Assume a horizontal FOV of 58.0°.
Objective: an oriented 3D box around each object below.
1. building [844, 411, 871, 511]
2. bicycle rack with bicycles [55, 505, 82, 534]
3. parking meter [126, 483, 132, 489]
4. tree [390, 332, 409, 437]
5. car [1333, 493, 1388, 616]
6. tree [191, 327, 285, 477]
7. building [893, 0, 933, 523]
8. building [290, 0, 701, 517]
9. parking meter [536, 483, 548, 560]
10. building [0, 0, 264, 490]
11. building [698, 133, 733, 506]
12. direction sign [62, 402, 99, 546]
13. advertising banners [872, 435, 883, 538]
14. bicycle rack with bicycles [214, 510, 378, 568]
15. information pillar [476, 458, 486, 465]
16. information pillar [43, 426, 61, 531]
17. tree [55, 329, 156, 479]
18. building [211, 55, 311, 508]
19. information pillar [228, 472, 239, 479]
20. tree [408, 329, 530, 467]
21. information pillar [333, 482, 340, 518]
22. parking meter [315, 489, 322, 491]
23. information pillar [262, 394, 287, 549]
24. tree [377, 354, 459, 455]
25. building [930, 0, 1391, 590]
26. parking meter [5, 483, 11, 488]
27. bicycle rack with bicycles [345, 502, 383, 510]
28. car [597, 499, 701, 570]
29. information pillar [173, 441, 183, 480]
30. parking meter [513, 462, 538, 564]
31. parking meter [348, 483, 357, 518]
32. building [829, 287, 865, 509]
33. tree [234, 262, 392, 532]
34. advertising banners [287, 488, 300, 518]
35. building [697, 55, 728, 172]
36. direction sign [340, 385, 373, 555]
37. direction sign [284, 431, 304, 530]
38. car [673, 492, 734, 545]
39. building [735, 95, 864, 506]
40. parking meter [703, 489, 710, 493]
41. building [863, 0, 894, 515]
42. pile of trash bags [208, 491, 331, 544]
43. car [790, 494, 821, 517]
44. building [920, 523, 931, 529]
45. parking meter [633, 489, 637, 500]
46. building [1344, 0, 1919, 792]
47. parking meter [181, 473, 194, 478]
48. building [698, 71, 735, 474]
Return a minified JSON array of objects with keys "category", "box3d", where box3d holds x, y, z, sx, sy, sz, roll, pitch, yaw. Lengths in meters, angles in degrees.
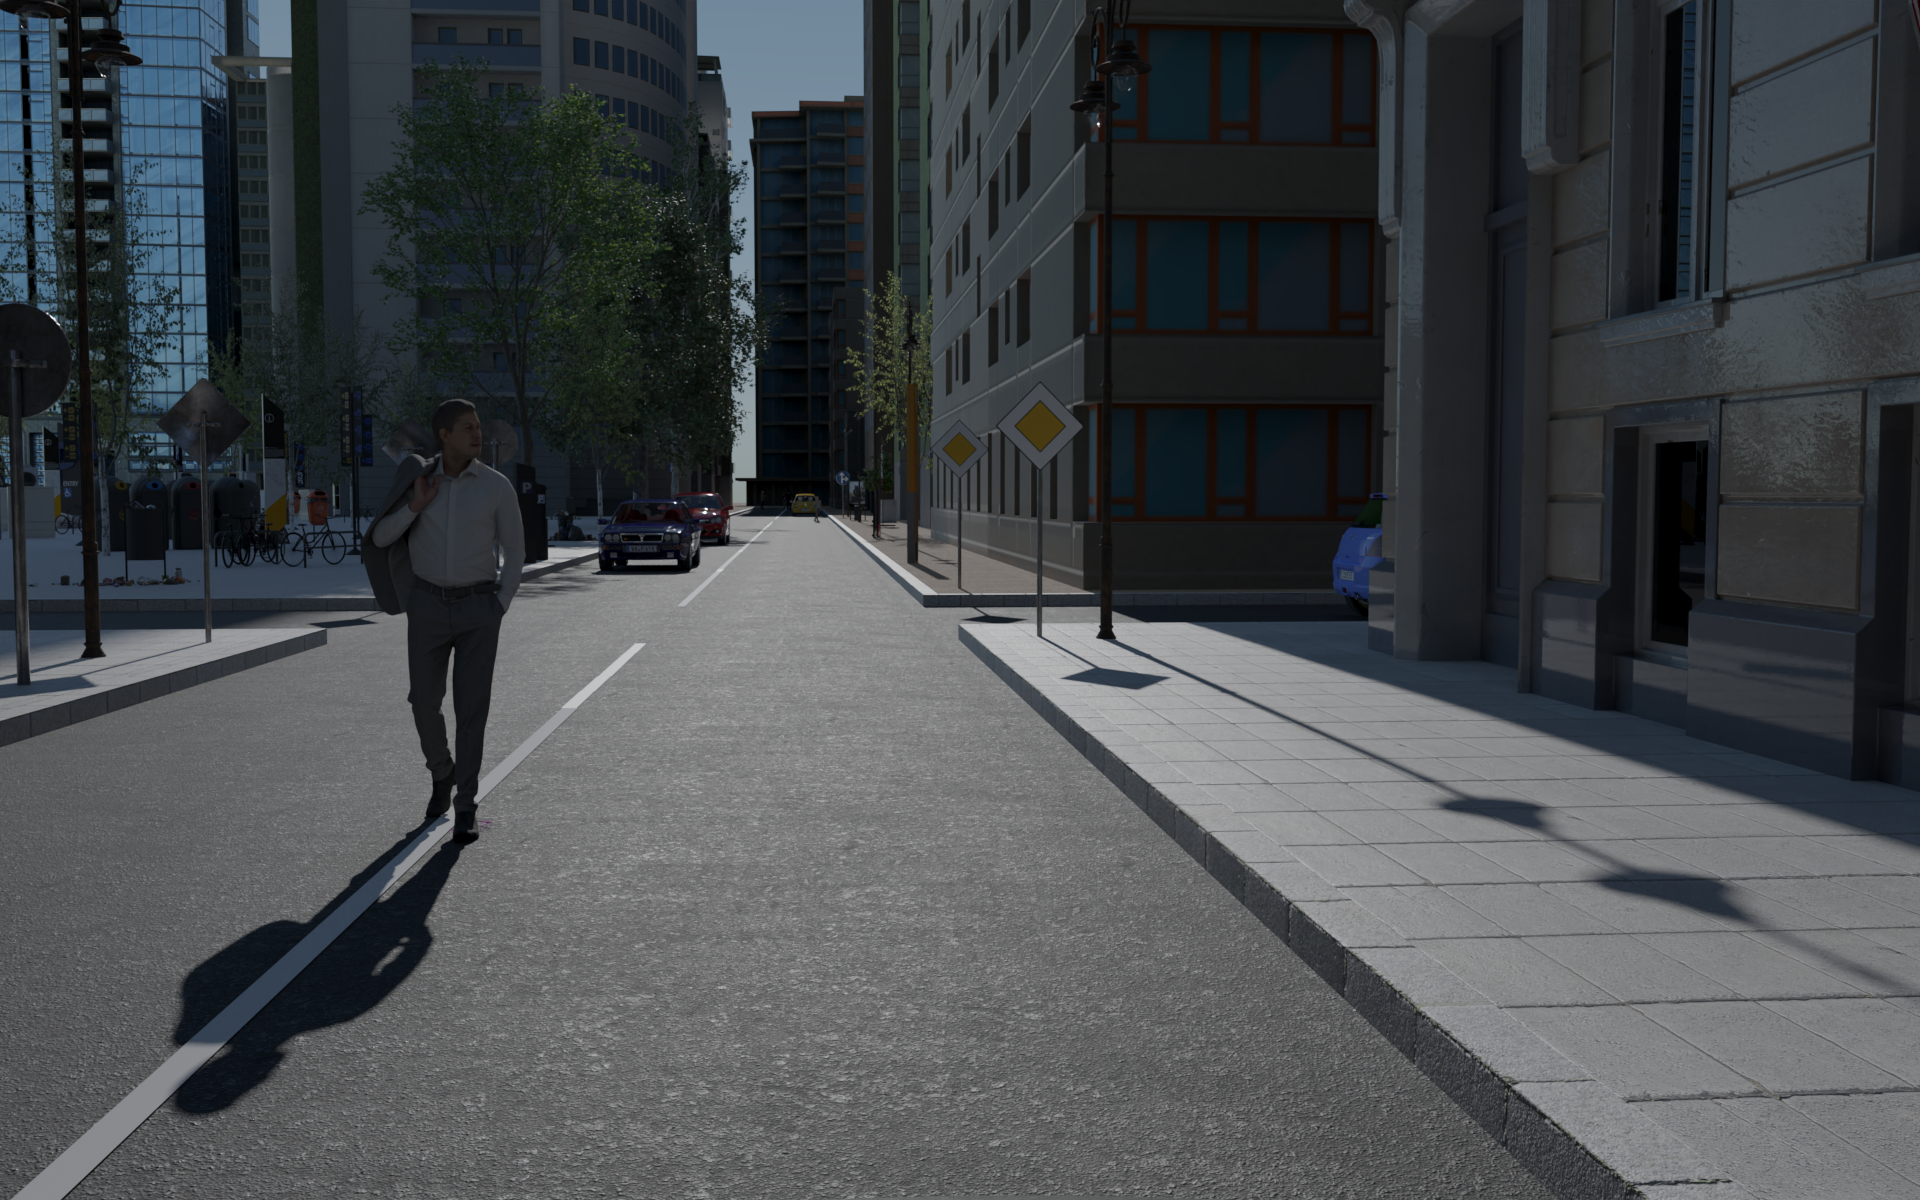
[{"category":"building","box3d":[2.851,-49.843,127.610,22.319,86.520,31.000,0,4,-5]},{"category":"bicycle rack with bicycles","box3d":[-27.061,-2.576,55.504,2.925,0.926,2.852,2,4,26]},{"category":"parking meter","box3d":[-42.027,-5.022,87.820,0.399,1.863,0.255,-1,4,-20]},{"category":"tree","box3d":[-23.562,-7.083,66.177,4.360,8.622,3.978,0,3,0]},{"category":"car","box3d":[6.169,-0.621,19.742,3.694,1.707,1.945,0,4,-6]},{"category":"tree","box3d":[-32.443,-7.782,77.590,4.737,8.622,4.395,0,3,0]},{"category":"building","box3d":[3.404,-24.964,91.754,14.154,41.232,14.086,0,4,-5]},{"category":"building","box3d":[-28.017,-34.714,109.577,21.231,58.520,28.212,0,4,-5]},{"category":"parking meter","box3d":[-8.202,-1.544,33.658,0.372,1.533,0.369,0,3,0]},{"category":"building","box3d":[-76.521,-51.513,154.911,31.000,86.520,22.319,0,4,-5]},{"category":"building","box3d":[-26.781,-22.969,147.239,14.160,30.474,14.107,0,4,-5]},{"category":"direction sign","box3d":[-21.742,-3.111,42.865,0.876,3.537,0.379,0,4,4]},{"category":"advertising banners","box3d":[-2.423,-3.368,51.259,0.090,3.025,2.074,0,4,6]},{"category":"bicycle rack with bicycles","box3d":[-12.202,-1.077,30.994,2.852,0.926,2.925,1,4,14]},{"category":"information pillar","box3d":[-23.407,-5.711,84.732,0.504,3.616,0.183,0,4,-4]},{"category":"information pillar","box3d":[-31.247,-4.172,59.572,0.504,3.616,0.183,-3,4,-39]},{"category":"tree","box3d":[-38.760,-7.814,78.125,4.737,8.622,4.395,0,3,0]},{"category":"building","box3d":[-48.667,-28.242,153.632,23.993,40.220,32.217,0,4,-5]},{"category":"information pillar","box3d":[-24.707,-3.331,58.953,0.304,2.012,0.304,-1,4,-15]},{"category":"tree","box3d":[-20.470,-7.489,72.801,4.360,8.622,3.978,0,3,0]},{"category":"information pillar","box3d":[-33.899,-5.484,94.158,0.304,2.012,0.304,-3,4,-36]},{"category":"parking meter","box3d":[-31.416,-4.675,84.849,0.372,1.533,0.369,0,3,0]},{"category":"information pillar","box3d":[-16.116,-3.017,40.678,0.504,3.616,0.183,-3,4,-36]},{"category":"tree","box3d":[-28.537,-8.649,91.775,4.737,8.622,4.395,0,3,0]},{"category":"building","box3d":[14.785,-11.771,37.497,28.899,21.520,27.650,0,4,-5]},{"category":"parking meter","box3d":[-47.973,-4.989,87.284,0.399,1.863,0.255,0,4,-2]},{"category":"bicycle rack with bicycles","box3d":[-26.210,-3.949,77.948,2.852,0.926,2.925,1,4,15]},{"category":"car","box3d":[-6.021,-1.297,33.778,1.945,1.354,3.894,0,4,-5]},{"category":"information pillar","box3d":[-29.575,-4.537,65.539,0.183,3.616,0.504,0,4,7]},{"category":"parking meter","box3d":[-8.043,-1.612,32.063,0.399,1.863,0.255,-2,4,-33]},{"category":"parking meter","box3d":[-32.743,-5.364,93.412,0.399,1.863,0.255,1,4,17]},{"category":"building","box3d":[1.978,-19.280,160.261,27.650,21.520,28.899,0,4,-5]},{"category":"tree","box3d":[-21.319,-6.425,55.408,4.360,8.622,3.978,0,3,0]},{"category":"advertising banners","box3d":[-34.340,-5.659,88.720,2.074,3.025,0.090,3,4,36]},{"category":"building","box3d":[-28.968,-29.381,163.975,14.086,41.232,14.154,0,4,-5]},{"category":"direction sign","box3d":[-12.754,-2.717,36.414,0.876,3.537,0.379,3,5,44]},{"category":"direction sign","box3d":[-23.902,-4.279,61.965,0.876,3.537,0.379,-3,4,-37]},{"category":"car","box3d":[-7.622,-2.516,50.182,2.155,1.783,4.494,0,4,-5]},{"category":"building","box3d":[-10.327,-32.959,193.496,28.867,44.769,22.147,0,4,-5]},{"category":"parking meter","box3d":[-13.755,-5.244,94.155,0.372,1.533,0.369,0,3,0]},{"category":"building","box3d":[1.282,-27.869,105.774,14.600,45.320,14.200,0,4,-5]},{"category":"pile of trash bags","box3d":[-17.998,-2.145,44.817,3.447,1.369,1.912,-3,5,-44]},{"category":"car","box3d":[-9.909,-6.166,111.043,2.015,1.641,3.980,0,4,-5]},{"category":"building","box3d":[5.266,-23.620,69.788,14.154,41.232,14.086,0,4,-5]},{"category":"parking meter","box3d":[-14.667,-4.294,78.616,0.372,1.533,0.369,0,3,0]},{"category":"building","box3d":[10.452,-13.362,4.376,13.634,28.700,20.117,0,4,-5]},{"category":"parking meter","box3d":[-21.535,-2.607,48.333,0.255,1.863,0.399,-1,4,-9]},{"category":"building","box3d":[-40.343,-34.972,191.408,30.456,49.044,23.786,0,4,-5]}]
